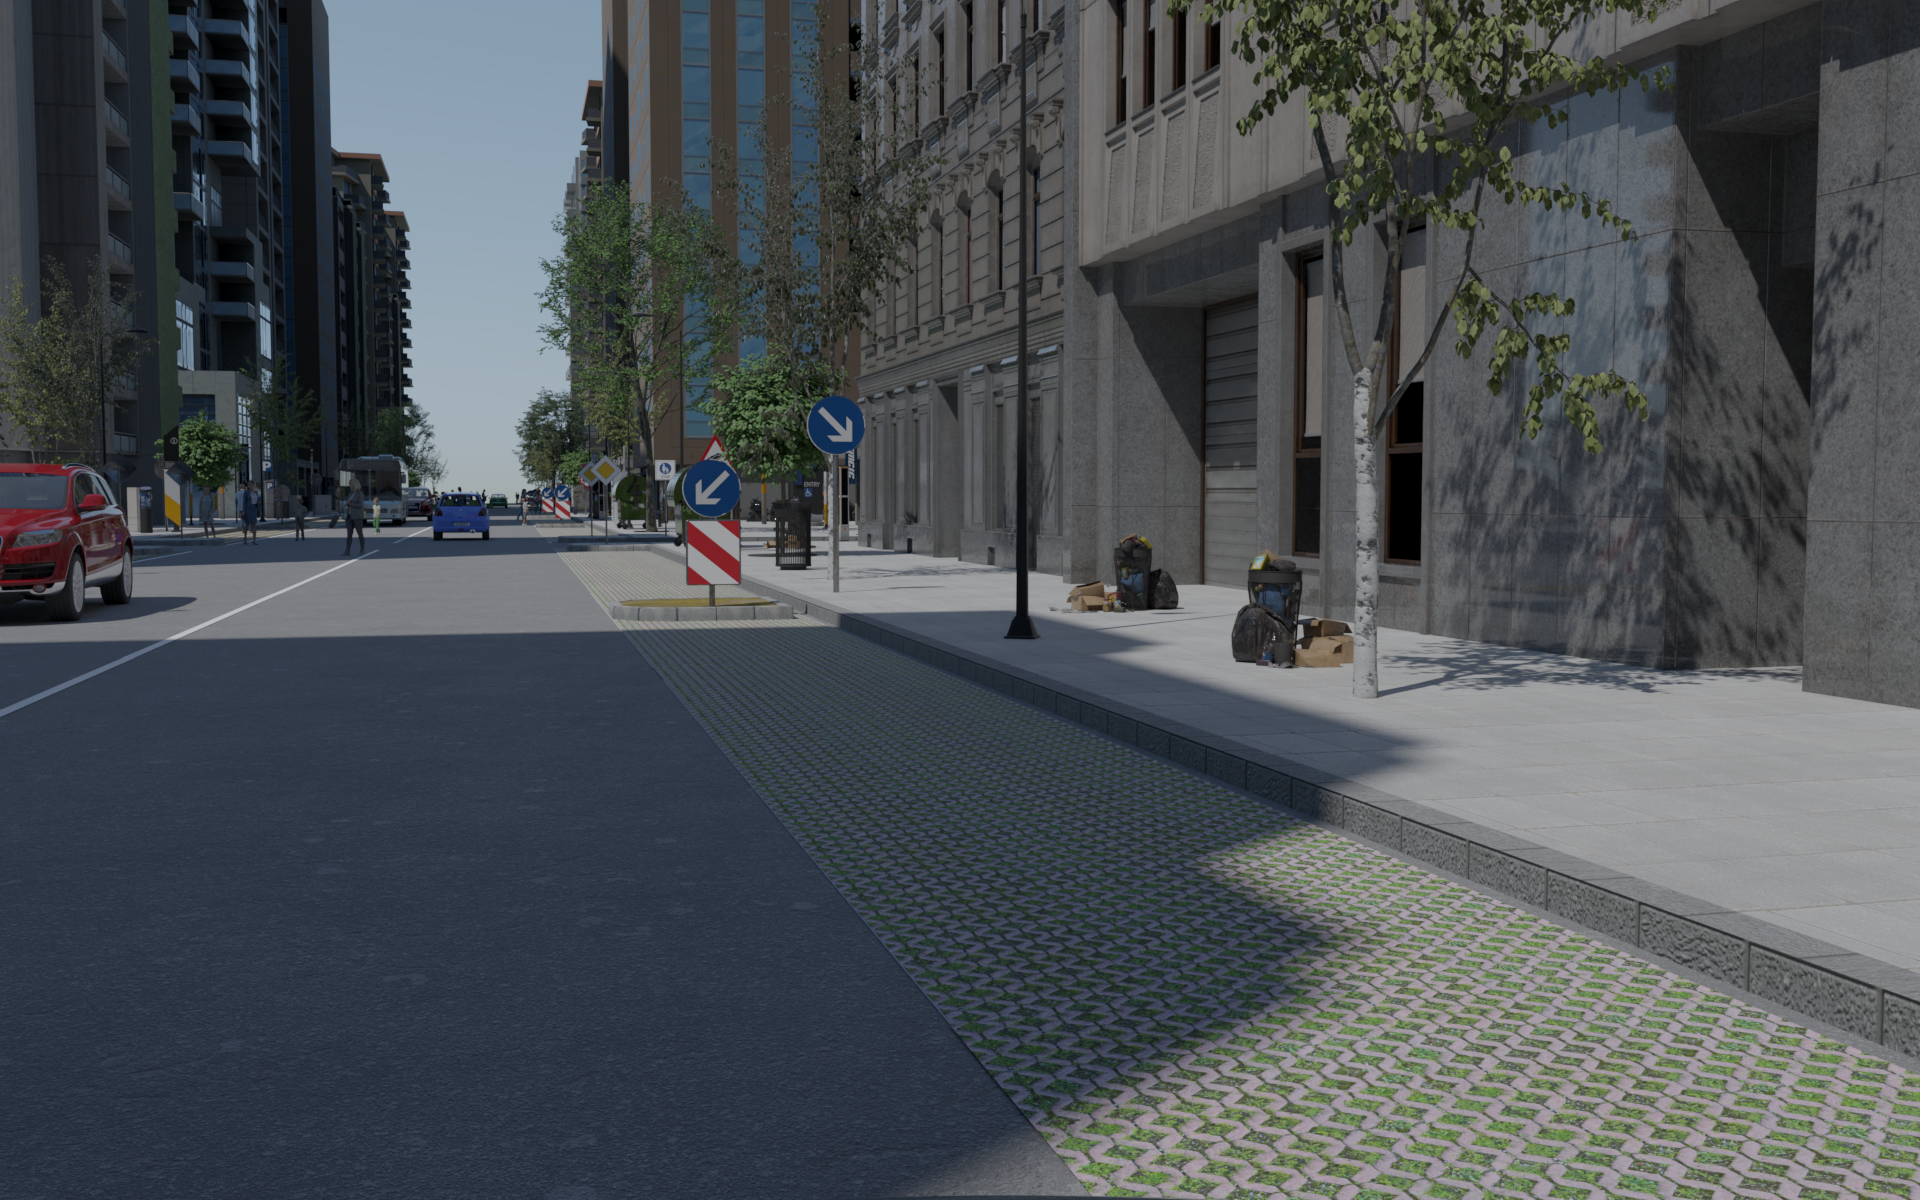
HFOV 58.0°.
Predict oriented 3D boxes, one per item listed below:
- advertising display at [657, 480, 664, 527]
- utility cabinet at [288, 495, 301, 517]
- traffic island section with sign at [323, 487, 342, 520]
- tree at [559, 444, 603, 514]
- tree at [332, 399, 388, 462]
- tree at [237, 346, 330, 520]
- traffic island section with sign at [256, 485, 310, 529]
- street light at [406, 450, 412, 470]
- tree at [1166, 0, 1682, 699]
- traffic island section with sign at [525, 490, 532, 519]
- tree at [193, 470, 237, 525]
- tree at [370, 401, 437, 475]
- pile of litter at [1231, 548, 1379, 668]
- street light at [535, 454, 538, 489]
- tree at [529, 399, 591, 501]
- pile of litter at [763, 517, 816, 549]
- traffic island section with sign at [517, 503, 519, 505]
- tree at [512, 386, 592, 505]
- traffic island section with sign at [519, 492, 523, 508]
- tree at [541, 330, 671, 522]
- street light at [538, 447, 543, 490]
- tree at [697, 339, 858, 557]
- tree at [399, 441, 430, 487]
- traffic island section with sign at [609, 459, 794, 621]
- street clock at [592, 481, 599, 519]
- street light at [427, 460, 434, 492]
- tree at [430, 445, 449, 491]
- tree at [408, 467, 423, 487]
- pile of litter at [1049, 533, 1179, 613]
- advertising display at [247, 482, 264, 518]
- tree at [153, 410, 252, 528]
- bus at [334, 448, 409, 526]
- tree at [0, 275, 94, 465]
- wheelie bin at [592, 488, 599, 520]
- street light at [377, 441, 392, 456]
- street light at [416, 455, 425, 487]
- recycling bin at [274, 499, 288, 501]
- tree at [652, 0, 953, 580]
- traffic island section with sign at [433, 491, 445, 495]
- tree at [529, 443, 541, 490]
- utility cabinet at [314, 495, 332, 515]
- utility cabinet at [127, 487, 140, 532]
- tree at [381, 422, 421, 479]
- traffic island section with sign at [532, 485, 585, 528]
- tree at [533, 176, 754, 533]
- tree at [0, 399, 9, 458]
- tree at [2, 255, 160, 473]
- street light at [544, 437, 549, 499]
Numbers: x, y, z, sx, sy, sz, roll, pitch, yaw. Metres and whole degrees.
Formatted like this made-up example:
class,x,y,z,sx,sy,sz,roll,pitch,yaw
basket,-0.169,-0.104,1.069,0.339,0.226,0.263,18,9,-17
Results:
class,x,y,z,sx,sy,sz,roll,pitch,yaw
advertising display,-11.619,-3.788,67.146,0.123,1.923,0.974,0,4,-1
utility cabinet,-36.520,-5.136,95.132,1.020,1.237,0.306,3,5,44
traffic island section with sign,-34.741,-5.431,97.418,1.989,1.847,2.006,-1,4,-15
tree,-24.615,-7.930,113.364,4.285,4.588,4.351,0,3,0
tree,-47.078,-11.317,135.398,4.360,8.622,3.978,0,3,0
tree,-34.096,-8.345,86.809,4.737,8.622,4.395,0,3,0
traffic island section with sign,-27.918,-3.835,71.338,1.989,1.847,2.006,-1,4,-15
street light,-58.346,-12.817,182.094,1.470,5.913,1.316,-1,4,-15
tree,2.582,-3.674,10.439,4.737,8.622,4.395,0,3,0
traffic island section with sign,-23.979,-5.601,100.209,1.989,1.847,2.006,-1,4,-15
tree,-31.597,-4.783,72.804,1.663,3.219,1.824,0,3,0
tree,-61.641,-16.269,191.747,9.928,11.665,9.643,0,3,0
pile of litter,2.707,0.028,13.511,1.176,0.858,1.719,3,4,37
street light,-47.904,-13.833,198.717,1.470,5.913,1.316,-1,4,-15
tree,-30.266,-11.182,133.183,4.360,8.622,3.978,0,3,0
pile of litter,-4.064,-1.672,41.303,1.176,0.858,1.719,-1,4,-20
traffic island section with sign,-43.472,-10.168,174.871,1.989,1.847,2.006,-1,4,-15
tree,-48.317,-18.308,205.985,9.857,13.997,8.962,0,3,0
traffic island section with sign,-36.563,-8.549,148.402,1.989,1.847,2.006,-1,4,-15
tree,-15.515,-7.825,78.296,4.737,8.622,4.395,0,3,0
street light,-40.272,-12.041,169.409,1.470,5.913,1.316,-1,4,-15
tree,-3.751,-3.183,35.762,4.285,4.588,4.351,0,3,0
tree,-68.716,-16.245,215.966,4.360,8.622,3.978,0,3,0
traffic island section with sign,-3.100,-0.716,20.337,1.989,1.847,2.006,-1,4,-15
street clock,-18.709,-5.150,88.777,0.358,2.002,0.471,2,4,28
street light,-71.855,-15.998,234.101,1.470,5.913,1.316,-1,4,-15
tree,-74.909,-17.840,242.043,4.360,8.622,3.978,0,3,0
tree,-65.835,-13.653,206.941,4.285,4.588,4.351,0,3,0
pile of litter,1.722,-0.325,19.272,1.719,0.858,1.176,-2,4,-23
advertising display,-37.536,-5.325,92.285,0.123,1.923,0.974,2,4,26
tree,-28.761,-5.037,66.063,4.285,4.588,4.351,0,3,0
bus,-27.244,-5.257,80.818,2.948,3.499,13.247,-1,4,-16
tree,-30.974,-6.593,58.164,4.737,8.622,4.395,0,3,0
wheelie bin,-18.174,-4.855,87.285,0.693,1.594,0.980,-1,4,-10
street light,-50.557,-10.987,152.182,1.470,5.913,1.316,-1,4,-15
street light,-63.993,-14.158,204.019,1.470,5.913,1.316,-1,4,-15
recycling bin,-38.512,-5.229,98.049,0.722,1.027,0.722,-3,5,-41
tree,-2.099,-4.614,25.803,4.360,8.622,3.978,0,3,0
traffic island section with sign,-68.283,-13.287,225.873,1.989,1.847,2.006,-1,4,-15
tree,-46.333,-14.982,195.320,4.737,8.622,4.395,0,3,0
utility cabinet,-38.928,-5.786,105.766,1.020,1.237,0.306,-3,5,-44
utility cabinet,-27.839,-3.053,58.600,0.318,1.500,1.173,-3,5,-39
tree,-57.708,-13.907,177.745,4.737,8.622,4.395,0,3,0
traffic island section with sign,-17.038,-3.978,73.668,1.989,1.847,2.006,-1,4,-15
tree,-10.526,-8.079,57.851,9.928,11.665,9.643,0,3,0
tree,-21.572,-3.180,35.709,4.285,4.588,4.351,0,3,0
tree,-26.524,-6.242,52.427,4.360,8.622,3.978,0,3,0
street light,-32.690,-10.248,140.087,1.470,5.913,1.316,-1,4,-15
